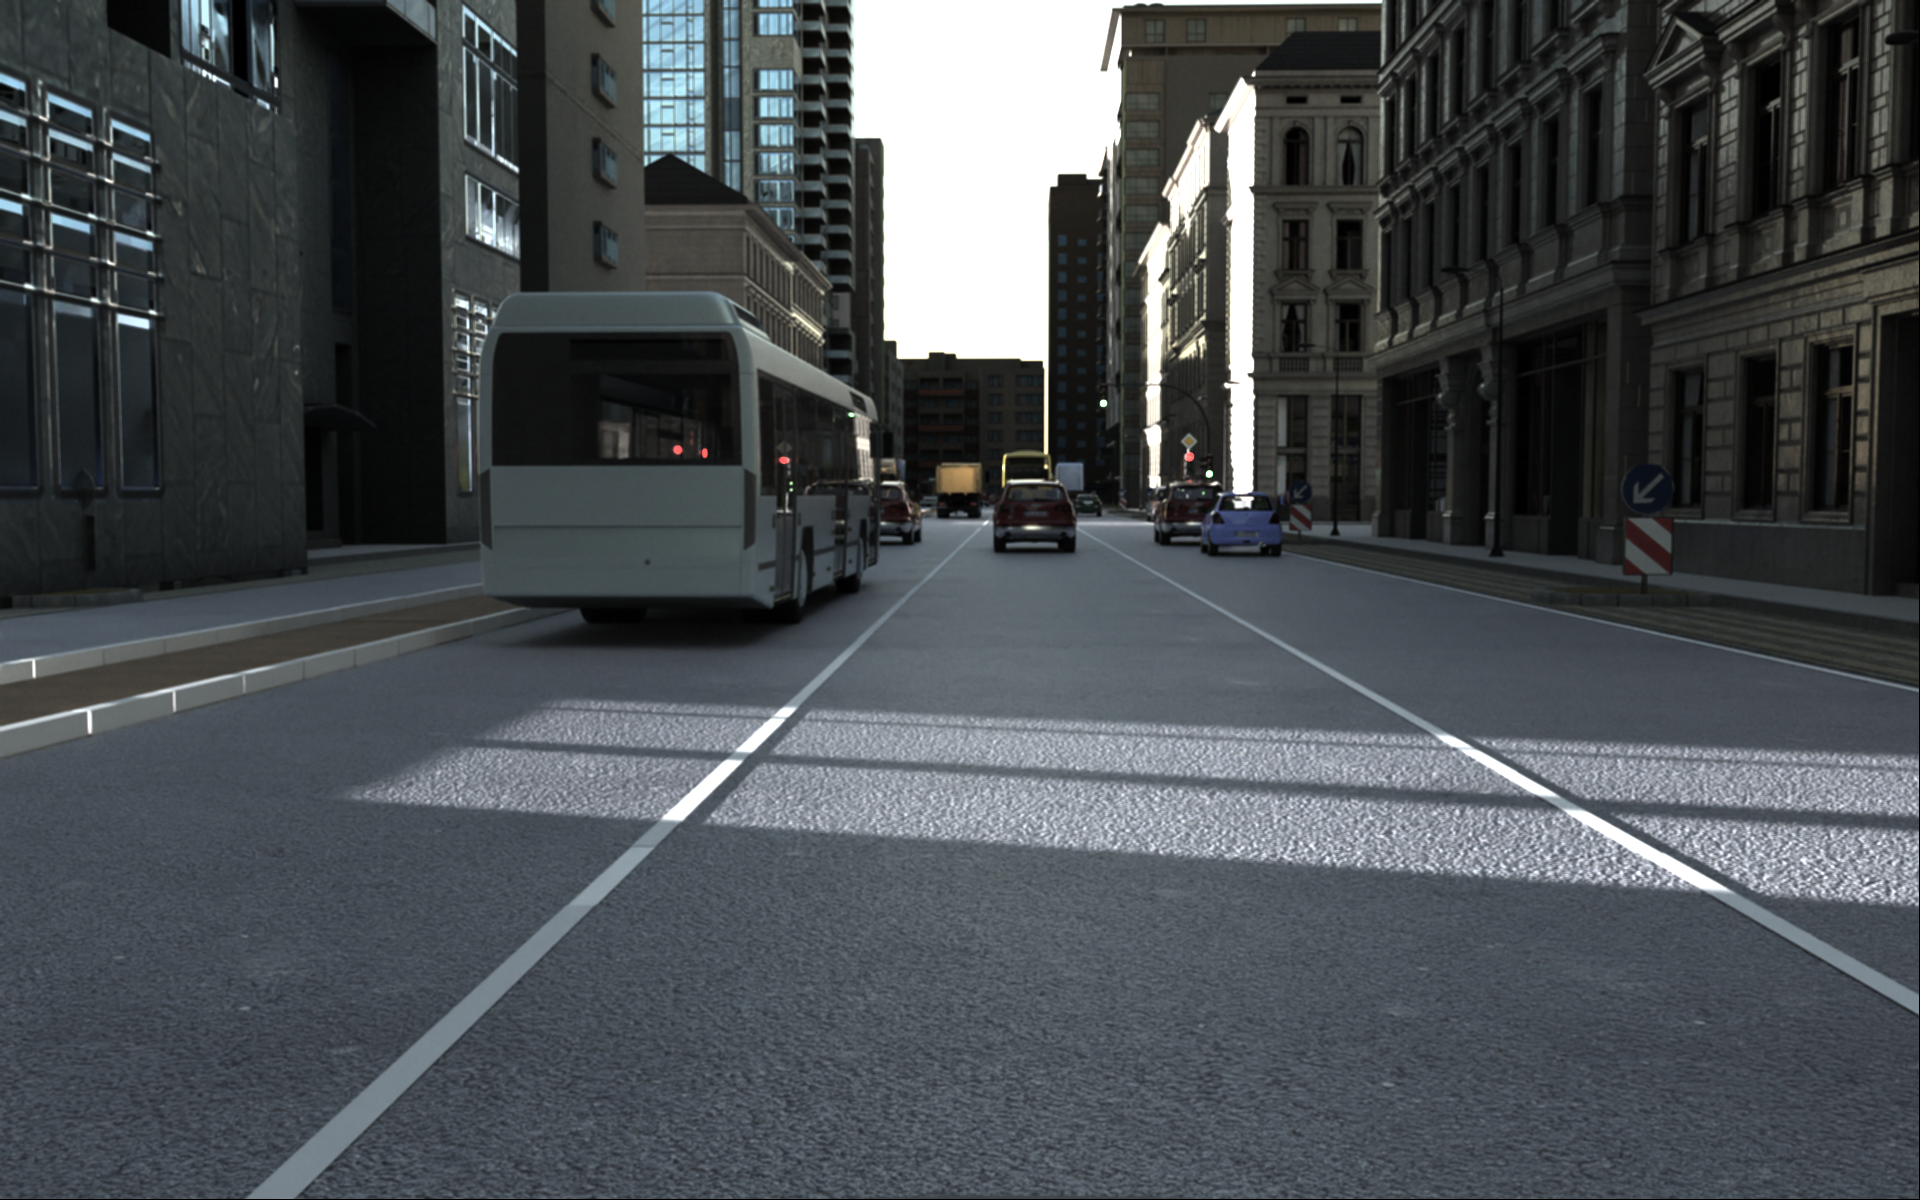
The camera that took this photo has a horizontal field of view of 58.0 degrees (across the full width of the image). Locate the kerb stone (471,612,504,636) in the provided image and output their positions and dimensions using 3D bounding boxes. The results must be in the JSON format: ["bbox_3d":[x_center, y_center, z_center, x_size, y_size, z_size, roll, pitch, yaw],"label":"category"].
[{"bbox_3d":[-4.956,0.260,17.938,0.120,0.150,1.000,0,4,2],"label":"kerb stone"}]

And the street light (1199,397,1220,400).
[{"bbox_3d":[12.100,-6.734,82.639,1.470,5.913,1.316,0,4,2],"label":"street light"}]

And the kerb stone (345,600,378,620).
[{"bbox_3d":[-7.003,0.133,20.025,0.120,0.150,1.000,0,4,2],"label":"kerb stone"}]

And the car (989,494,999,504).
[{"bbox_3d":[4.119,-12.639,215.692,2.155,1.783,4.494,0,4,2],"label":"car"}]

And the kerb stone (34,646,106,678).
[{"bbox_3d":[-7.195,0.508,13.889,0.120,0.150,1.000,0,4,2],"label":"kerb stone"}]

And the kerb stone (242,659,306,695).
[{"bbox_3d":[-5.128,0.576,12.819,0.120,0.150,1.000,0,4,2],"label":"kerb stone"}]

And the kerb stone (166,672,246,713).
[{"bbox_3d":[-5.163,0.636,11.798,0.120,0.150,1.000,0,4,2],"label":"kerb stone"}]

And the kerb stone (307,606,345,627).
[{"bbox_3d":[-7.031,0.199,19.003,0.120,0.150,1.000,0,4,2],"label":"kerb stone"}]

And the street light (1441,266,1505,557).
[{"bbox_3d":[10.488,-3.847,35.433,1.470,5.913,1.316,0,4,2],"label":"street light"}]

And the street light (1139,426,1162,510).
[{"bbox_3d":[13.206,-8.929,118.524,1.470,5.913,1.316,0,4,2],"label":"street light"}]

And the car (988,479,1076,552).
[{"bbox_3d":[1.868,-2.179,44.293,2.281,1.827,5.304,0,4,1],"label":"car"}]

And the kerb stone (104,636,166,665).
[{"bbox_3d":[-7.161,0.445,14.912,0.120,0.150,1.000,0,4,2],"label":"kerb stone"}]

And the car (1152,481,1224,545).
[{"bbox_3d":[6.712,-2.531,50.056,2.281,1.827,5.304,0,4,4],"label":"car"}]

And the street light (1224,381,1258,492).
[{"bbox_3d":[11.659,-6.043,71.336,1.470,5.913,1.316,0,4,2],"label":"street light"}]

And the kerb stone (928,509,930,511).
[{"bbox_3d":[-2.879,-7.609,146.609,0.120,0.150,1.000,0,4,2],"label":"kerb stone"}]

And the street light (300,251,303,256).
[{"bbox_3d":[-13.153,-3.697,32.985,1.470,5.913,1.316,0,4,2],"label":"street light"}]

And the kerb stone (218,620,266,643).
[{"bbox_3d":[-7.097,0.324,16.960,0.120,0.150,1.000,0,4,2],"label":"kerb stone"}]

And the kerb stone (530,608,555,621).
[{"bbox_3d":[-4.897,0.142,19.989,0.120,0.150,1.000,0,4,2],"label":"kerb stone"}]

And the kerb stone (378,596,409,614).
[{"bbox_3d":[-6.962,0.070,21.052,0.120,0.150,1.000,0,4,2],"label":"kerb stone"}]

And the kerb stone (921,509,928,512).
[{"bbox_3d":[-2.956,-7.482,144.562,0.120,0.150,1.000,0,4,2],"label":"kerb stone"}]

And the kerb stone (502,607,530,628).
[{"bbox_3d":[-4.933,0.197,18.967,0.120,0.150,1.000,0,4,2],"label":"kerb stone"}]

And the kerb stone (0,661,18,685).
[{"bbox_3d":[-7.223,0.571,12.858,0.120,0.150,1.000,0,4,2],"label":"kerb stone"}]

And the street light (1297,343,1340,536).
[{"bbox_3d":[11.079,-4.951,53.482,1.470,5.913,1.316,0,4,2],"label":"street light"}]

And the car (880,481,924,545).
[{"bbox_3d":[-2.248,-2.559,50.506,2.281,1.827,5.304,0,4,3],"label":"car"}]

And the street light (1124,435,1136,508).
[{"bbox_3d":[13.780,-10.040,136.701,1.470,5.913,1.316,0,4,2],"label":"street light"}]

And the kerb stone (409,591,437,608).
[{"bbox_3d":[-6.926,0.012,22.088,0.120,0.150,1.000,0,4,2],"label":"kerb stone"}]

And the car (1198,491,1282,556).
[{"bbox_3d":[6.665,-1.939,41.287,1.945,1.707,3.694,0,4,4],"label":"car"}]

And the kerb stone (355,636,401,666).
[{"bbox_3d":[-5.057,0.450,14.862,0.120,0.150,1.000,0,4,2],"label":"kerb stone"}]

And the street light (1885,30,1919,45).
[{"bbox_3d":[9.978,-2.751,17.522,1.470,5.913,1.316,0,4,2],"label":"street light"}]

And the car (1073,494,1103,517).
[{"bbox_3d":[8.215,-6.123,111.913,2.131,1.459,4.920,0,4,3],"label":"car"}]

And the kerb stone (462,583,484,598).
[{"bbox_3d":[-6.864,-0.117,24.135,0.120,0.150,1.000,0,4,2],"label":"kerb stone"}]

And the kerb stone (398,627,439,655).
[{"bbox_3d":[-5.028,0.386,15.890,0.120,0.150,1.000,0,4,2],"label":"kerb stone"}]

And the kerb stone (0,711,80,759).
[{"bbox_3d":[-5.229,0.762,9.740,0.120,0.150,1.000,0,4,2],"label":"kerb stone"}]

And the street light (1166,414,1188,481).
[{"bbox_3d":[12.665,-7.829,100.544,1.470,5.913,1.316,0,4,2],"label":"street light"}]

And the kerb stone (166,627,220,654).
[{"bbox_3d":[-7.125,0.385,15.939,0.120,0.150,1.000,0,4,2],"label":"kerb stone"}]

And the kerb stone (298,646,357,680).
[{"bbox_3d":[-5.093,0.511,13.840,0.120,0.150,1.000,0,4,2],"label":"kerb stone"}]

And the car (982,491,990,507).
[{"bbox_3d":[2.266,-11.464,196.114,2.281,1.827,5.304,0,4,1],"label":"car"}]

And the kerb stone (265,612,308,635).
[{"bbox_3d":[-7.056,0.261,17.982,0.120,0.150,1.000,0,4,2],"label":"kerb stone"}]

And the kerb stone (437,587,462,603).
[{"bbox_3d":[-6.894,-0.056,23.109,0.120,0.150,1.000,0,4,2],"label":"kerb stone"}]

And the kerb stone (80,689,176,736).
[{"bbox_3d":[-5.191,0.699,10.768,0.120,0.150,1.000,0,4,2],"label":"kerb stone"}]

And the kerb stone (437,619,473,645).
[{"bbox_3d":[-5.000,0.323,16.911,0.120,0.150,1.000,0,4,2],"label":"kerb stone"}]
